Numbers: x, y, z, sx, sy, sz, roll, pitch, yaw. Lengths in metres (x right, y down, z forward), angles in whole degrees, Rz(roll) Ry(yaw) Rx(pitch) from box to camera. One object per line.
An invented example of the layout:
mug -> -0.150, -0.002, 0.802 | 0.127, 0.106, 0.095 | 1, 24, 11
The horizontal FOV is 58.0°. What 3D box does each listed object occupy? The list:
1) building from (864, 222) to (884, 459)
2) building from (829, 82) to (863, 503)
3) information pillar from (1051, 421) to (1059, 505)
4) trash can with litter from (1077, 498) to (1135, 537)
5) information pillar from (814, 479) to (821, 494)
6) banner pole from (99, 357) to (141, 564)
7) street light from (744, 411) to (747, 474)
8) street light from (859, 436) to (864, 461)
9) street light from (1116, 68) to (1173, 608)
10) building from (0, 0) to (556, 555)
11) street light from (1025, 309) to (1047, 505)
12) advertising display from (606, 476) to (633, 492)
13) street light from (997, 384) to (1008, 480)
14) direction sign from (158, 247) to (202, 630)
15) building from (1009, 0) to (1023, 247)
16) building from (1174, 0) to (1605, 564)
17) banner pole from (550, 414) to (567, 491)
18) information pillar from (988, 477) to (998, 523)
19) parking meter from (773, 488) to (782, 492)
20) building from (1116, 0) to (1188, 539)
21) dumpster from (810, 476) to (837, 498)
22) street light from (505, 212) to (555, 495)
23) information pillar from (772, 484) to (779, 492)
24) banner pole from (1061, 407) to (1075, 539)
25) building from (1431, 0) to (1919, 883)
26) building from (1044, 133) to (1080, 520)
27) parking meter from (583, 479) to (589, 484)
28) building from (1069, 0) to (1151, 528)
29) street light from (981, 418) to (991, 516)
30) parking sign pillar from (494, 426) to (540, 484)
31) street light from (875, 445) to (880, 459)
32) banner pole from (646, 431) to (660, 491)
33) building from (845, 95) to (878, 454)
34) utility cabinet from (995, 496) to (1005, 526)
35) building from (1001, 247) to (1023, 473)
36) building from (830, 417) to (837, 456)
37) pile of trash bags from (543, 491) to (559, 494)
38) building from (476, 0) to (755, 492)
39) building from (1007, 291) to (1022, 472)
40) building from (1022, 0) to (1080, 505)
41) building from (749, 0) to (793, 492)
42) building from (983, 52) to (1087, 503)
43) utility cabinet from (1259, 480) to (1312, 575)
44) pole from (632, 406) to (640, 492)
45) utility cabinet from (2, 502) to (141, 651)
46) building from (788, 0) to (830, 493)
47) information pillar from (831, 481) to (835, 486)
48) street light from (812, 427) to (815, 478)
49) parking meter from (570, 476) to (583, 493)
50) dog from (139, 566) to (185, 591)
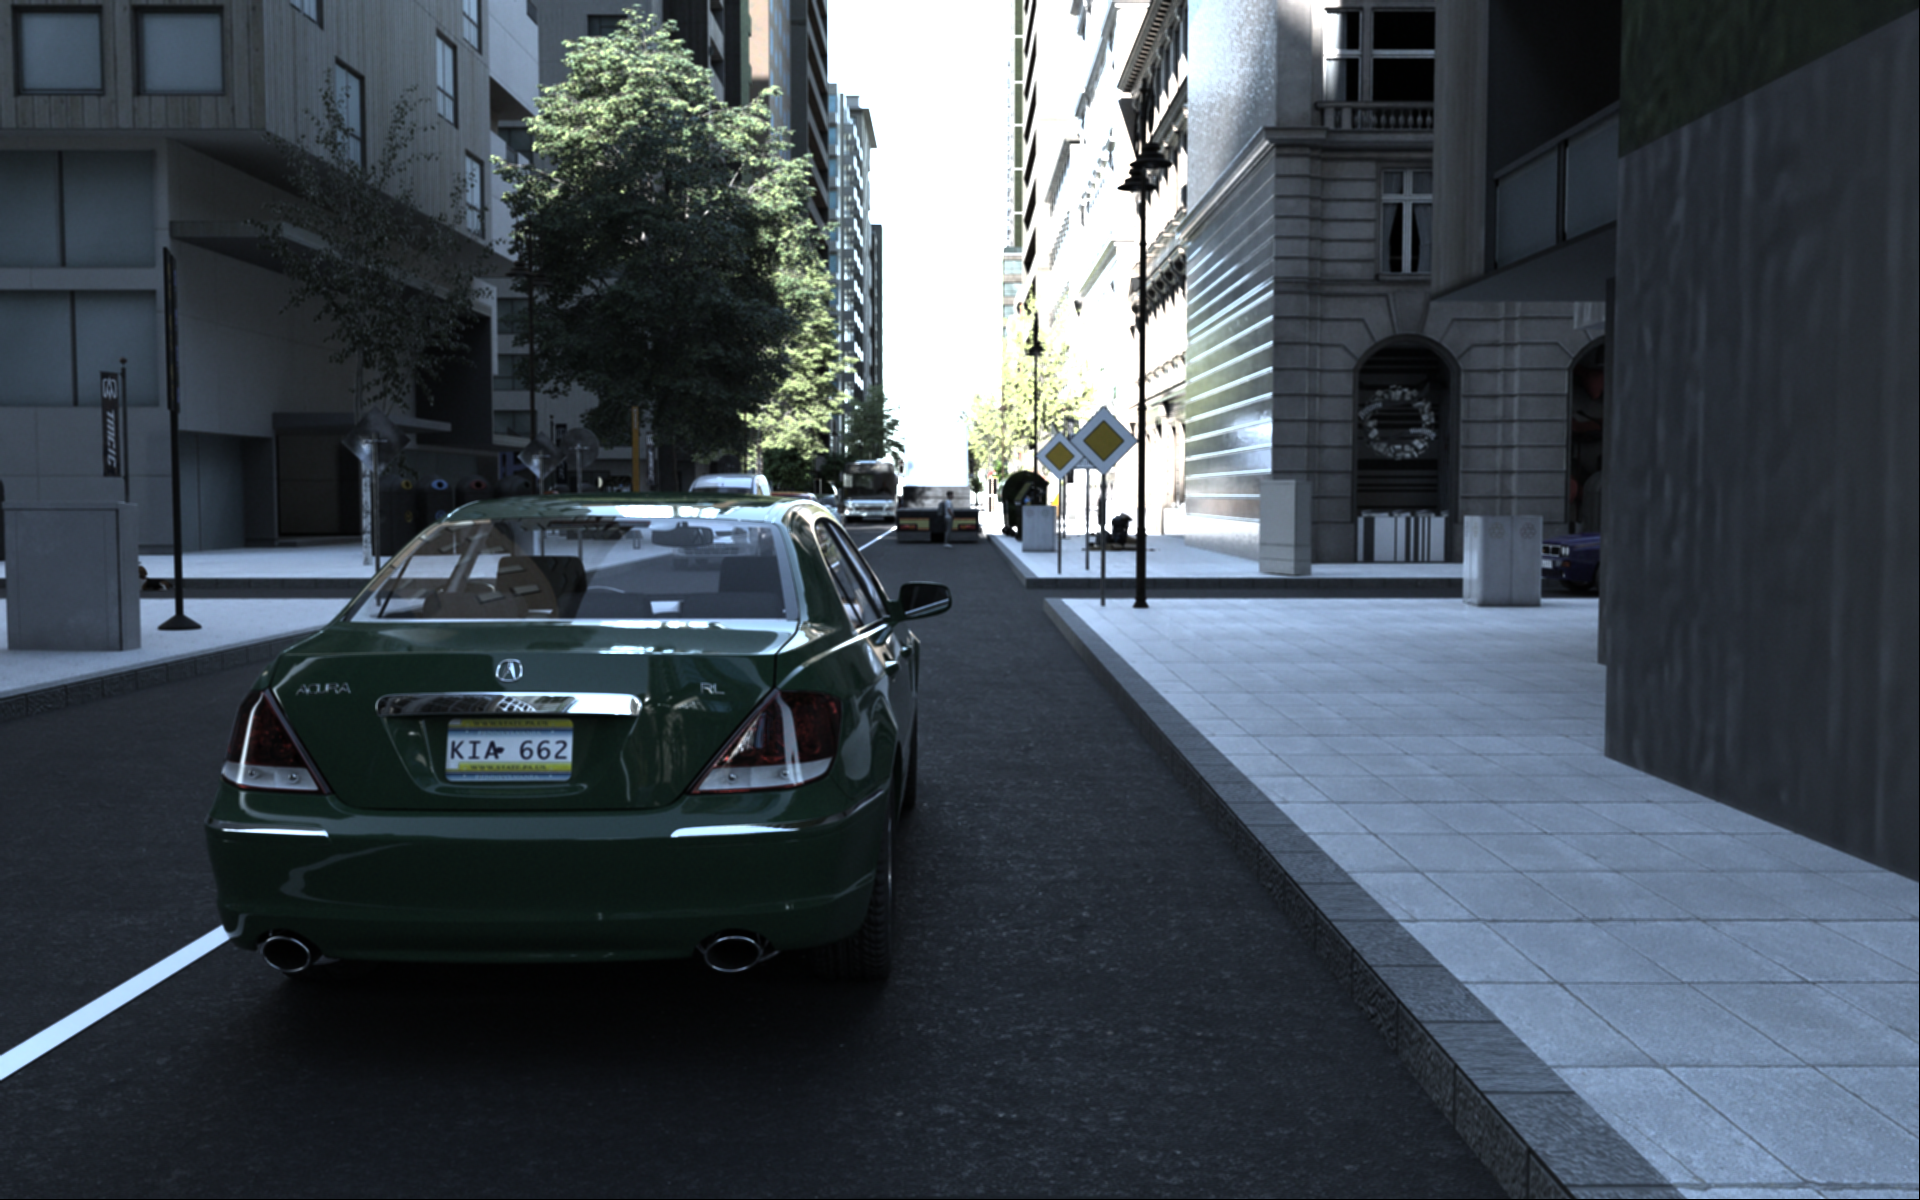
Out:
building -> -18.462, -34.918, 254.504 | 14.154, 41.232, 14.086 | 0, 4, 0
building -> -23.034, -35.754, 204.183 | 23.786, 49.044, 30.456 | 0, 4, 0
information pillar -> 3.027, -3.904, 55.182 | 0.183, 3.616, 0.504 | -2, 4, -23
trash can with litter -> 4.389, -2.559, 52.890 | 1.678, 1.210, 2.233 | 0, 4, -5
information pillar -> -6.931, -4.885, 84.361 | 0.304, 2.012, 0.304 | 0, 4, -1
banner pole -> -15.298, -2.535, 31.457 | 0.401, 3.779, 0.863 | 1, 4, 11
street light -> -7.272, -5.252, 58.660 | 0.468, 5.910, 1.993 | 0, 4, 0
street light -> -7.656, -9.866, 134.097 | 0.468, 5.910, 1.993 | 0, 4, 0
street light -> 2.043, -2.851, 19.400 | 0.468, 5.910, 1.993 | 0, 4, 0
building -> -27.529, -27.991, 46.891 | 28.713, 52.752, 27.495 | 0, 4, 0
street light -> 1.898, -4.325, 43.495 | 0.468, 5.910, 1.993 | 0, 4, 0
advertising display -> -11.987, -3.411, 60.981 | 0.974, 1.923, 0.123 | 1, 4, 15
street light -> 1.805, -6.119, 72.836 | 0.468, 5.910, 1.993 | 0, 4, 0
direction sign -> -7.425, -1.491, 16.377 | 0.379, 3.537, 0.876 | -1, 4, -19
building -> 14.525, -47.819, 220.085 | 20.563, 71.187, 20.611 | 0, 4, 0
building -> 17.179, -11.931, 36.865 | 24.055, 21.916, 13.314 | 0, 4, 0
banner pole -> -12.636, -3.940, 54.433 | 0.863, 3.779, 0.401 | 2, 4, 32
information pillar -> 1.437, -4.359, 75.768 | 0.304, 2.012, 0.304 | -3, 4, -37
parking meter -> -7.772, -3.999, 73.797 | 0.372, 1.533, 0.369 | 0, 3, 0
building -> 11.078, -11.626, 54.716 | 10.561, 19.102, 19.286 | 0, 4, 0
dumpster -> -7.504, -5.616, 94.318 | 1.502, 2.255, 1.985 | 0, 4, 0
street light -> -7.106, -3.424, 28.771 | 0.468, 5.910, 1.993 | 0, 4, 0
information pillar -> -9.628, -5.258, 90.463 | 0.304, 2.012, 0.304 | 0, 4, 4
banner pole -> 3.119, -3.671, 50.043 | 0.401, 3.779, 0.863 | 2, 4, 30
building -> 10.159, -19.898, 8.934 | 14.154, 41.232, 14.086 | 0, 4, 0
building -> 9.913, -14.943, 93.474 | 9.793, 20.994, 18.267 | 0, 4, 0
parking meter -> -14.514, -3.733, 66.749 | 0.399, 1.863, 0.255 | -1, 4, -16
building -> 11.984, -17.626, 74.092 | 13.634, 28.700, 20.117 | 0, 4, 0
street light -> 1.661, -7.911, 102.128 | 0.468, 5.910, 1.993 | 0, 4, 0
parking sign pillar -> -17.367, -4.911, 68.764 | 1.447, 3.967, 1.447 | 1, 4, 9
street light -> -7.804, -11.687, 163.876 | 0.468, 5.910, 1.993 | 0, 4, 0
banner pole -> -10.774, -4.340, 60.980 | 0.401, 3.779, 0.863 | 2, 4, 32
building -> -25.789, -39.380, 233.103 | 28.713, 52.752, 27.495 | 0, 4, 0
utility cabinet -> 1.940, -3.607, 70.142 | 1.020, 1.237, 0.306 | 1, 4, 18
building -> 11.832, -26.397, 203.285 | 14.160, 30.474, 14.107 | 0, 4, 0
building -> -21.885, -51.420, 153.384 | 22.319, 86.520, 31.000 | 0, 4, 0
pile of trash bags -> -10.765, -2.452, 49.844 | 3.447, 1.369, 1.912 | 2, 4, 32
building -> -17.912, -19.124, 84.381 | 14.160, 30.474, 14.107 | 0, 4, 0
building -> 18.679, -19.373, 161.788 | 27.650, 21.520, 28.899 | 0, 4, 0
building -> 15.247, -30.059, 115.171 | 21.300, 48.544, 21.600 | 0, 4, 0
building -> -18.278, -28.134, 110.106 | 14.600, 45.320, 14.200 | 0, 4, 0
building -> 14.764, -57.046, 245.376 | 22.319, 86.520, 31.000 | 0, 4, 0
utility cabinet -> 5.173, -1.151, 27.506 | 0.318, 1.500, 1.173 | -1, 4, -18
pole -> -7.544, -2.843, 40.330 | 0.158, 3.312, 0.155 | 0, 3, 0
utility cabinet -> -7.328, -0.193, 14.311 | 1.020, 1.237, 0.306 | 0, 4, 7
building -> -21.082, -30.856, 128.204 | 21.300, 48.544, 21.600 | 0, 4, 0
information pillar -> -7.228, -5.660, 97.028 | 0.304, 2.012, 0.304 | 3, 4, 38
street light -> -7.442, -7.084, 88.610 | 0.468, 5.910, 1.993 | 0, 4, 0
parking meter -> -12.742, -3.158, 57.345 | 0.255, 1.863, 0.399 | 0, 4, -1
dog -> -11.958, -0.336, 25.691 | 0.748, 0.427, 0.550 | 0, 4, -4
